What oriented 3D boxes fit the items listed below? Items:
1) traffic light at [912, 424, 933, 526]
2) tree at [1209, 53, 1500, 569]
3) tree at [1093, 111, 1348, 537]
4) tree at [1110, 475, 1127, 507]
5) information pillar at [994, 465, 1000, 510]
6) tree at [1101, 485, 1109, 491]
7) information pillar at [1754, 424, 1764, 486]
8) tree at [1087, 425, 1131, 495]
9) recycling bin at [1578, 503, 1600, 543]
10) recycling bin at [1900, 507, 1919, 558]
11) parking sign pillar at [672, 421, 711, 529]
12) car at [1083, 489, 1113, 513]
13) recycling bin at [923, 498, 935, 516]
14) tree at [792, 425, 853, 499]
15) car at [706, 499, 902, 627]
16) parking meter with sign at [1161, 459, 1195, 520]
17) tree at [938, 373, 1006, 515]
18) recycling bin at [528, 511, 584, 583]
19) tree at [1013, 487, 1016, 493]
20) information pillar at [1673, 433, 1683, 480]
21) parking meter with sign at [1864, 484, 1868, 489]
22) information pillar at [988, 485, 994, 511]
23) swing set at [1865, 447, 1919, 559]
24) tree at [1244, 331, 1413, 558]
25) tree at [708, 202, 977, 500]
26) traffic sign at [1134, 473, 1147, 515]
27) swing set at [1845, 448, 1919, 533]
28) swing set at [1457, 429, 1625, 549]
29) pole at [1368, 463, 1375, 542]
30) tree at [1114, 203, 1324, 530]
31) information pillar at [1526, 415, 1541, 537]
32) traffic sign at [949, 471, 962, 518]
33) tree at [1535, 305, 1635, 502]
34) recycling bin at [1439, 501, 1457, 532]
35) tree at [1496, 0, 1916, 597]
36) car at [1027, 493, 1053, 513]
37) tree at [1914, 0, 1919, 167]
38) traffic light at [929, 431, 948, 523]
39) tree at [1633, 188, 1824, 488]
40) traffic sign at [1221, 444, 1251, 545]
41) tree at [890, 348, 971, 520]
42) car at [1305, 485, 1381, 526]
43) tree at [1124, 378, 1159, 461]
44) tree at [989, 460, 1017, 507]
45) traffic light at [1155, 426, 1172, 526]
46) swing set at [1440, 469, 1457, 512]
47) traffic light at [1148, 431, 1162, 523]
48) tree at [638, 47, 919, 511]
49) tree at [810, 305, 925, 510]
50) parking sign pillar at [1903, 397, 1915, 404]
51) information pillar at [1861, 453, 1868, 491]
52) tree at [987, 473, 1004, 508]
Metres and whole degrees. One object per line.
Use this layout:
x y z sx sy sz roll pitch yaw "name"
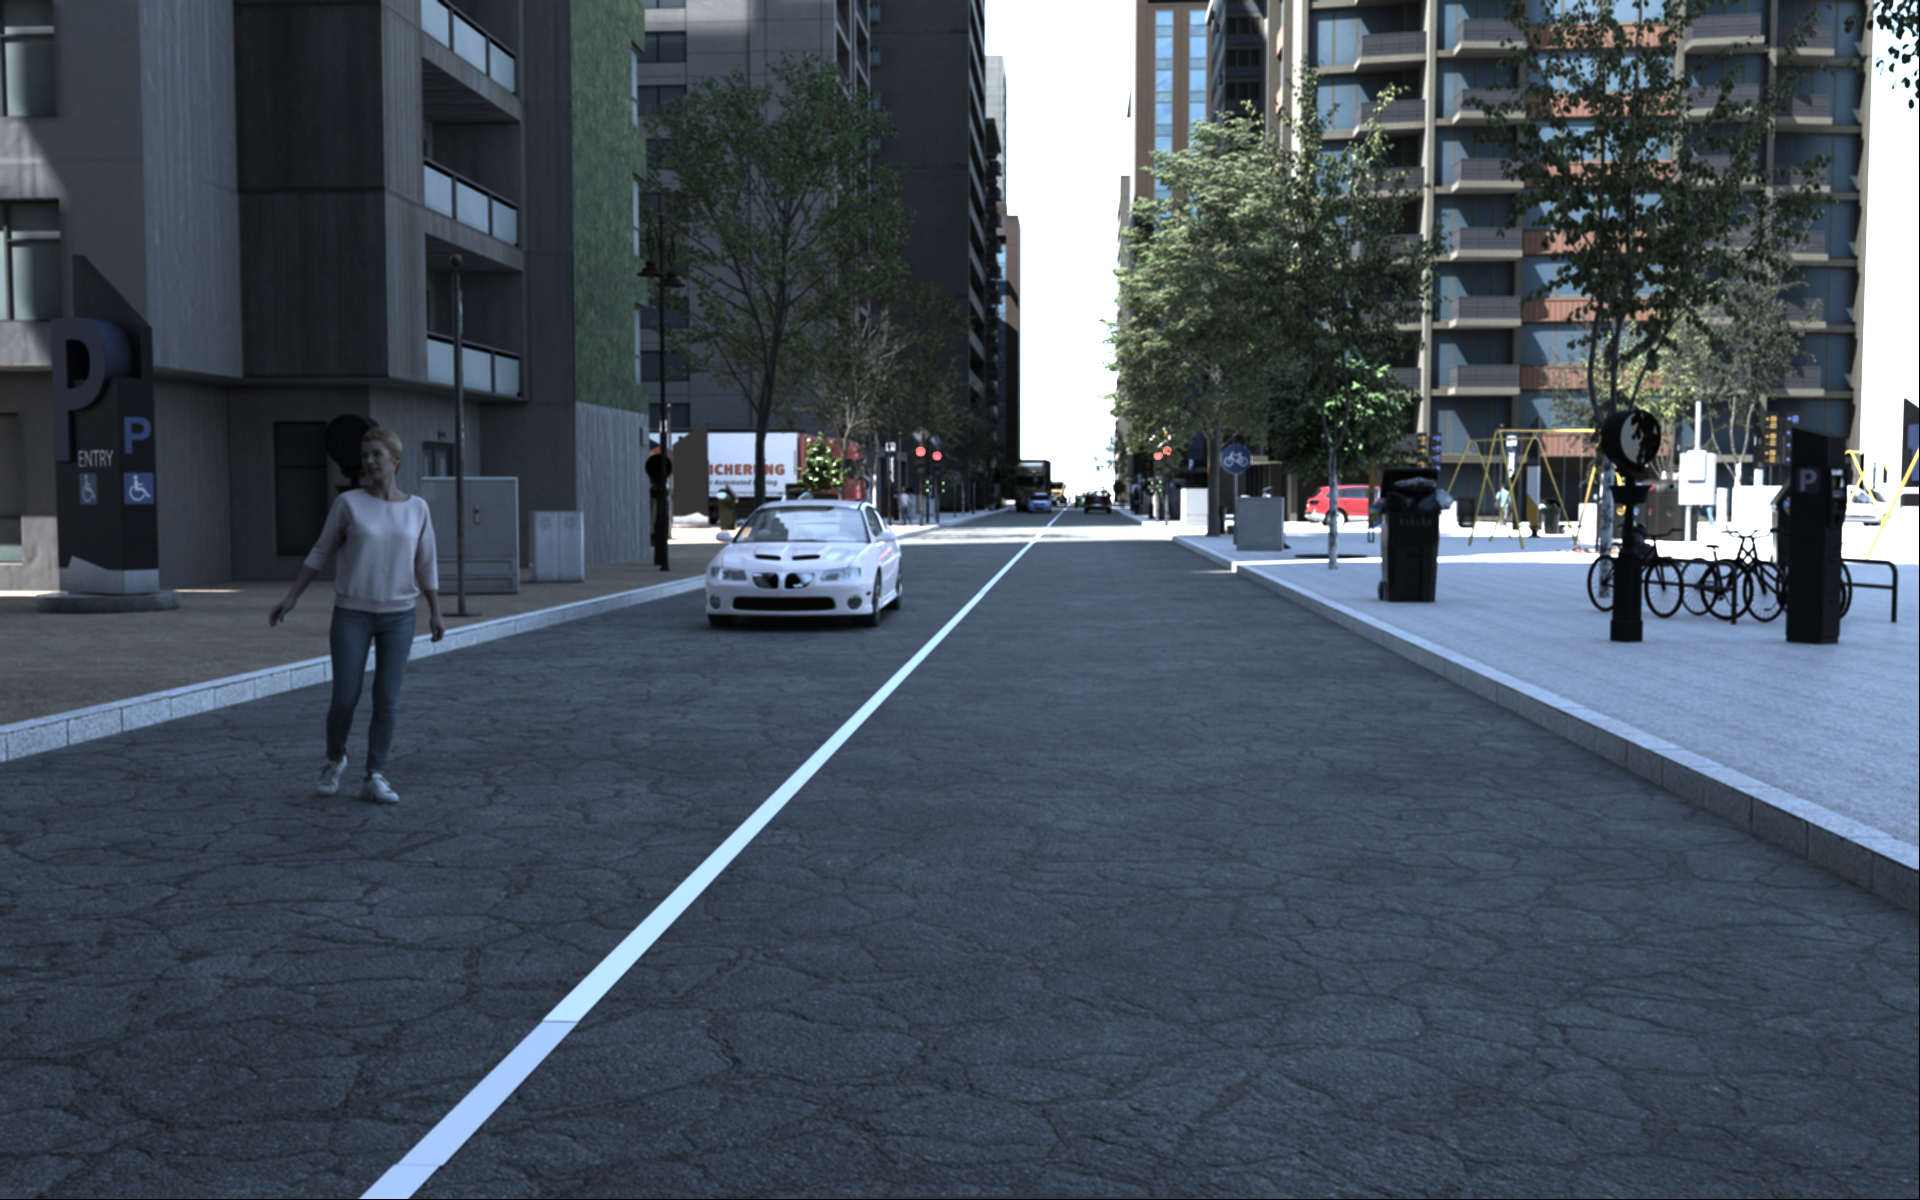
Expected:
-1.534 -4.930 69.531 0.839 4.253 0.868 0 4 4 "traffic light"
6.308 -4.816 29.107 4.737 8.622 4.395 0 3 0 "tree"
8.052 -8.177 51.828 7.486 12.596 7.792 0 3 0 "tree"
18.046 -12.282 195.414 1.663 3.219 1.824 0 3 0 "tree"
3.010 -9.130 140.622 0.504 3.616 0.183 3 5 45 "information pillar"
25.412 -19.168 308.002 1.663 3.219 1.824 0 3 0 "tree"
26.946 -4.103 58.440 0.504 3.616 0.183 -3 5 -44 "information pillar"
20.616 -18.397 235.196 7.601 10.594 8.767 1 4 17 "tree"
16.888 -2.055 46.147 0.722 1.027 0.722 2 4 24 "recycling bin"
19.407 -1.358 34.765 0.722 1.027 0.722 -2 4 -34 "recycling bin"
-9.994 -4.638 64.302 1.447 3.967 1.447 0 4 -1 "parking sign pillar"
10.380 -7.451 130.503 2.281 1.827 5.304 0 4 4 "car"
-1.907 -5.385 100.595 0.722 1.027 0.722 -1 4 -18 "recycling bin"
-4.048 -3.327 49.003 1.663 3.219 1.824 0 3 0 "tree"
-1.727 -0.484 20.276 2.083 1.381 4.827 0 4 3 "car"
10.756 -5.479 85.847 1.738 3.016 0.543 -1 4 -22 "parking meter with sign"
0.266 -9.445 104.784 4.360 8.622 3.978 0 3 0 "tree"
-5.894 -0.778 25.272 0.722 1.027 0.722 -1 4 -19 "recycling bin"
6.768 -12.690 202.088 1.663 3.219 1.824 0 3 0 "tree"
27.673 -4.614 66.786 0.183 3.616 0.504 -1 4 -8 "information pillar"
68.498 -8.270 131.471 0.543 3.016 1.738 -3 4 -37 "parking meter with sign"
2.367 -8.093 136.810 0.304 2.012 0.304 0 4 2 "information pillar"
18.779 -2.093 31.839 3.119 2.851 2.862 -2 4 -32 "swing set"
7.454 -3.142 35.080 4.285 4.588 4.351 0 3 0 "tree"
-3.886 -7.416 55.666 8.767 10.594 7.601 -1 4 -9 "tree"
10.830 -6.358 104.058 0.768 2.556 0.104 0 4 4 "traffic sign"
33.270 -4.048 63.798 3.119 2.851 2.862 -3 5 -43 "swing set"
14.220 -2.715 42.005 3.119 2.851 2.862 -1 4 -9 "swing set"
10.910 -3.182 45.863 0.158 3.312 0.155 0 3 0 "pole"
9.190 -8.351 62.287 9.928 11.665 9.643 0 3 0 "tree"
17.041 -3.675 51.436 0.183 3.616 0.504 -1 4 -22 "information pillar"
-0.278 -5.783 94.661 0.768 2.556 0.104 0 4 5 "traffic sign"
23.965 -7.021 65.156 4.360 8.622 3.978 0 3 0 "tree"
16.551 -2.859 59.297 0.722 1.027 0.722 0 4 1 "recycling bin"
8.267 -4.338 21.292 4.737 8.622 4.395 0 3 0 "tree"
6.013 -7.387 130.370 1.945 1.707 3.694 0 4 4 "car"
8.331 -3.755 11.755 4.737 8.622 4.395 0 3 0 "tree"
-0.984 -5.418 77.497 0.839 4.253 0.868 0 4 4 "traffic light"
19.034 -5.631 42.424 4.360 8.622 3.978 0 3 0 "tree"
6.984 -2.679 43.907 0.768 2.556 0.104 0 4 8 "traffic sign"
-1.272 -8.323 86.448 4.737 8.622 4.395 0 3 0 "tree"
16.930 -3.840 71.452 5.304 1.827 2.281 0 4 6 "car"
11.340 -9.014 97.748 4.737 8.622 4.395 0 3 0 "tree"
4.406 -11.215 167.081 4.285 4.588 4.351 0 3 0 "tree"
8.205 -4.890 68.876 0.839 4.253 0.868 0 4 4 "traffic light"
15.166 -3.127 48.746 2.862 2.851 3.119 -1 4 -19 "swing set"
8.756 -5.377 76.843 0.839 4.253 0.868 0 4 4 "traffic light"
-4.594 -7.030 40.694 9.928 11.665 9.643 0 3 0 "tree"
-3.524 -7.107 66.563 4.360 8.622 3.978 0 3 0 "tree"
26.988 -3.659 48.303 1.447 3.967 1.447 0 4 -1 "parking sign pillar"
49.542 -6.361 95.364 0.504 3.616 0.183 0 4 -7 "information pillar"
3.288 -10.223 161.750 1.663 3.219 1.824 0 3 0 "tree"
